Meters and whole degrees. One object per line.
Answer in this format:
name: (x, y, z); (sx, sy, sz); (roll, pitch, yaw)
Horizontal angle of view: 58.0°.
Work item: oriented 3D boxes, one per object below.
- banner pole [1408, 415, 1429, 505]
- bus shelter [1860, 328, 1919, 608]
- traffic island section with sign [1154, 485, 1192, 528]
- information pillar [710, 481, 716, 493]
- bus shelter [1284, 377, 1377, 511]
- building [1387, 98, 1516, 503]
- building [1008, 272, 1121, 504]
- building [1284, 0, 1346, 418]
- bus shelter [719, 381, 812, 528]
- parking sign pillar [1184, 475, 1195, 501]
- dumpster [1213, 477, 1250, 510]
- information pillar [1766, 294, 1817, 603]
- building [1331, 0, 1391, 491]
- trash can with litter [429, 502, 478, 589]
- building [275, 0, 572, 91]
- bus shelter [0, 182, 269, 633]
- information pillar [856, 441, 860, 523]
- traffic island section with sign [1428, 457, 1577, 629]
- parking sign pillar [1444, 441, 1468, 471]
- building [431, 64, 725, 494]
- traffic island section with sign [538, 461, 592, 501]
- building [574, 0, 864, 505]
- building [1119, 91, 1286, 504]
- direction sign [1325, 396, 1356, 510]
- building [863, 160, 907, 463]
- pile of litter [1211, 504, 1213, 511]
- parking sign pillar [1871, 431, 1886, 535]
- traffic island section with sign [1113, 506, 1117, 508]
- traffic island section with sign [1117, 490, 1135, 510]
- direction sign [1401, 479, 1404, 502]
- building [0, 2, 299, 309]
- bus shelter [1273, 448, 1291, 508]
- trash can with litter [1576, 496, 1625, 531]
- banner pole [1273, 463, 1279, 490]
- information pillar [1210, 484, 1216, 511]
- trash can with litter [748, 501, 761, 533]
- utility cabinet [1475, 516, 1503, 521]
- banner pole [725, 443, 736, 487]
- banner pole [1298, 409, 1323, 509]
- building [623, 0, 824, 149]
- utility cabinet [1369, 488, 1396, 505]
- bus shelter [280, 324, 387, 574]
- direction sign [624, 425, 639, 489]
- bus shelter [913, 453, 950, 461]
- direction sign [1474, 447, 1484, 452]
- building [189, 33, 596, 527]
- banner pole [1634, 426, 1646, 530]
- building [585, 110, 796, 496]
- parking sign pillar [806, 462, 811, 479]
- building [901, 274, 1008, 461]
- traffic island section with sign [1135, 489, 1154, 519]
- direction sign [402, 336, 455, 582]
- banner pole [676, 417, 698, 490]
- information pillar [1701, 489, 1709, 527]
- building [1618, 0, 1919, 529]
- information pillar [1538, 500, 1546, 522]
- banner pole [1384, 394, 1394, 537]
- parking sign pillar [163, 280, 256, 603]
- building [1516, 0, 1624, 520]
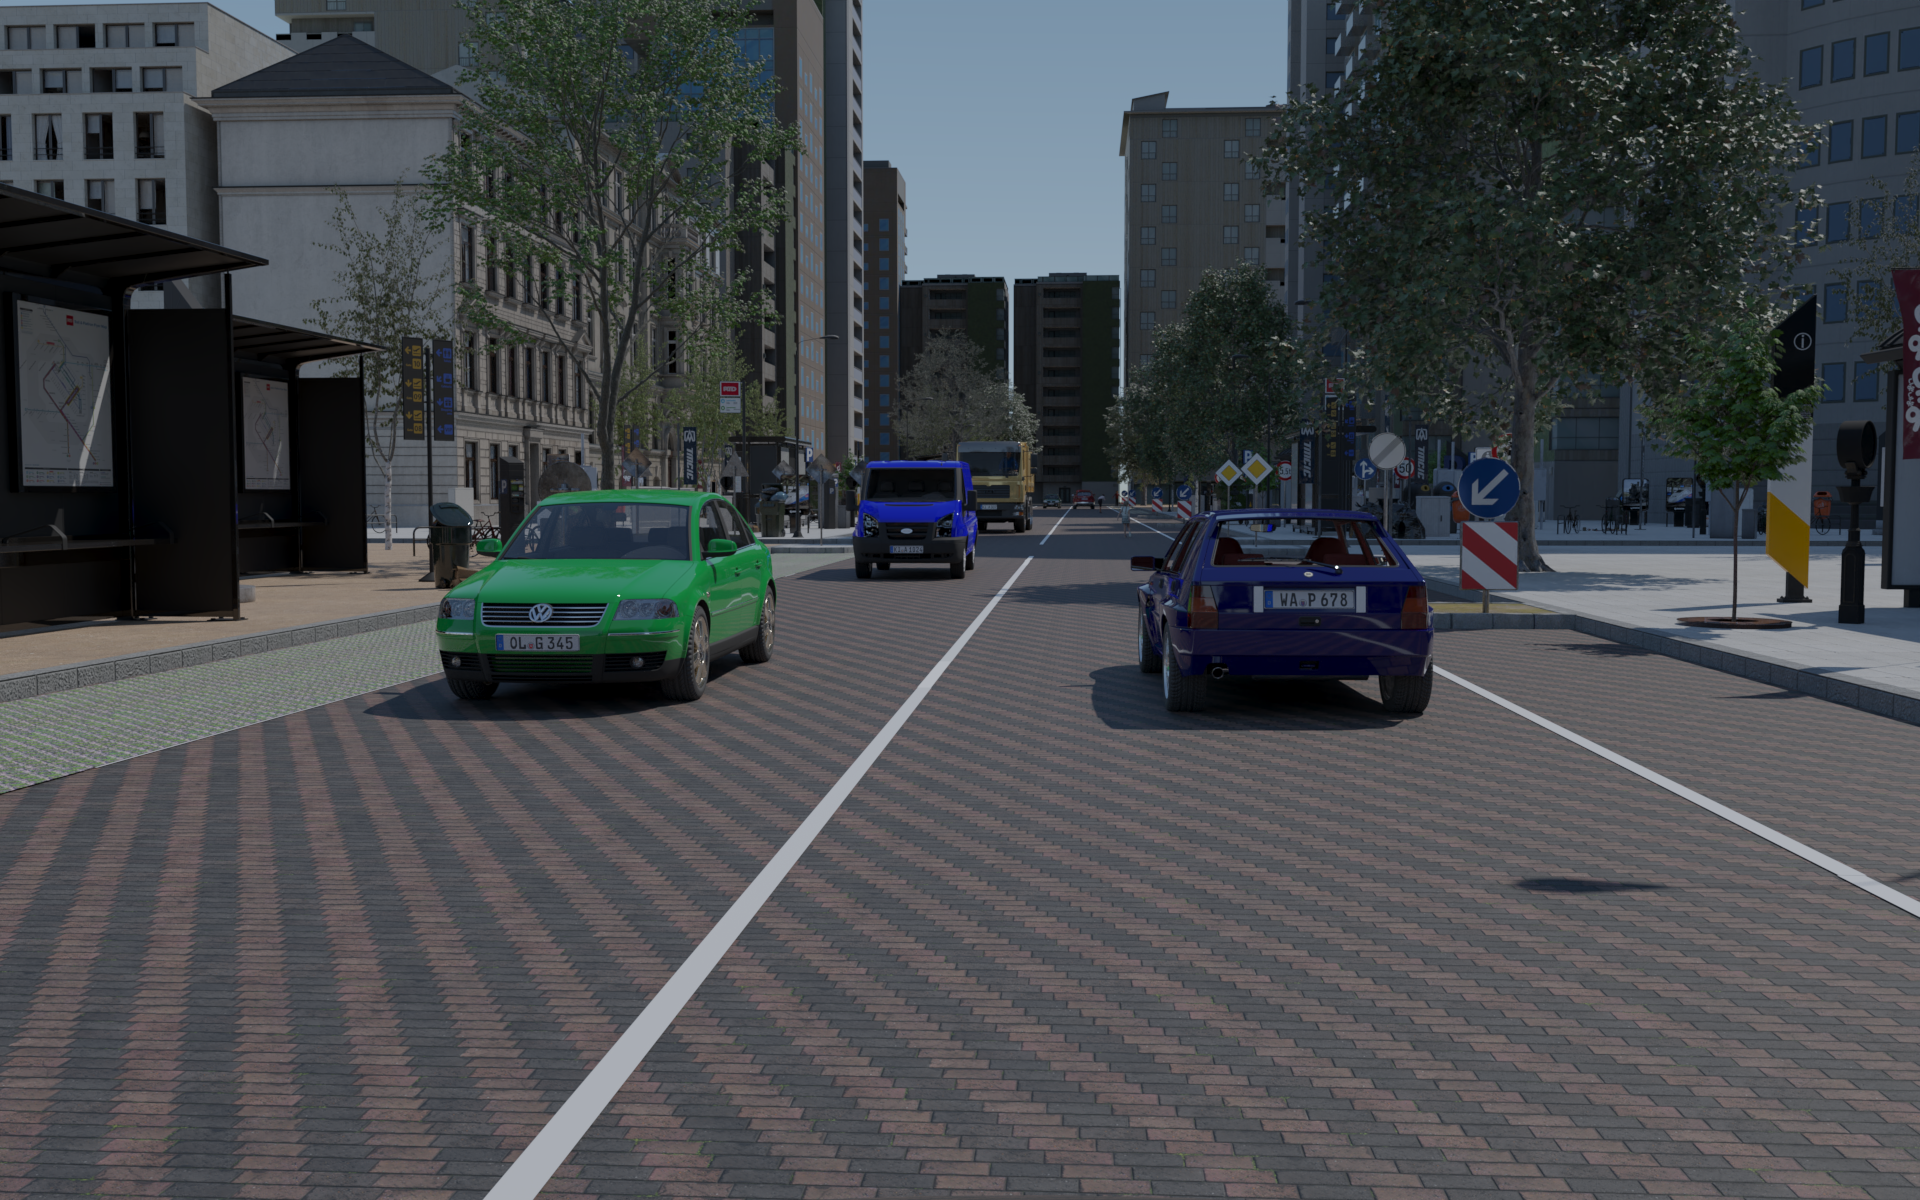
banner pole: (14.459, -3.967, 54.871); (0.863, 3.779, 0.401); (-1, 4, -9)
bus shelter: (11.049, -1.408, 16.940); (2.014, 3.302, 5.546); (0, 4, 4)
traffic island section with sign: (9.509, -4.035, 74.606); (1.989, 1.847, 2.006); (0, 4, 4)
information pillar: (-13.705, -5.599, 96.028); (0.304, 2.012, 0.304); (-2, 4, -28)
bus shelter: (11.989, -4.867, 57.207); (2.179, 5.291, 8.768); (0, 4, 4)
building: (35.709, -21.068, 116.163); (14.160, 30.474, 14.107); (0, 4, 4)
building: (14.065, -27.969, 228.996); (14.107, 30.474, 14.160); (0, 4, 4)
building: (42.608, -38.395, 169.758); (21.231, 58.520, 28.212); (0, 4, 4)
bus shelter: (-7.249, -5.287, 64.081); (2.179, 5.291, 8.768); (0, 4, 4)
parking sign pillar: (16.034, -8.102, 120.946); (1.447, 3.967, 1.447); (0, 4, -8)
dumpster: (11.443, -4.296, 72.739); (1.502, 2.255, 1.985); (0, 4, 4)
information pillar: (9.794, -1.776, 20.396); (0.504, 3.616, 0.183); (0, 4, 3)
building: (42.328, -31.772, 139.088); (23.786, 49.044, 30.456); (0, 4, 4)
trash can with litter: (-6.735, -0.737, 23.437); (0.624, 1.170, 1.055); (-3, 5, -42)
building: (-52.890, -35.943, 176.899); (27.495, 52.752, 28.713); (0, 4, 4)
bus shelter: (-8.002, -1.418, 14.468); (1.731, 3.624, 6.357); (0, 4, 4)
information pillar: (-4.475, -5.195, 76.288); (0.183, 3.616, 0.504); (0, 4, -6)
traffic island section with sign: (5.622, -0.657, 19.367); (1.989, 1.847, 2.006); (0, 4, 4)
parking sign pillar: (24.949, -6.030, 87.062); (1.447, 3.967, 1.447); (-3, 5, -42)
building: (-22.694, -17.302, 101.973); (14.460, 24.649, 34.723); (0, 4, 4)
traffic island section with sign: (-4.716, -0.706, 20.170); (1.989, 1.847, 2.006); (0, 4, 4)
building: (-24.432, -38.918, 178.305); (28.212, 58.520, 21.231); (0, 4, 4)
building: (35.510, -39.478, 234.703); (27.495, 52.752, 28.713); (0, 4, 4)
direction sign: (8.849, -2.955, 40.313); (0.379, 3.537, 0.876); (-3, 4, -37)
building: (-14.702, -35.574, 231.753); (14.200, 45.320, 14.600); (0, 4, 4)
pile of litter: (15.042, -5.470, 103.395); (1.176, 0.858, 1.719); (0, 4, 5)
parking sign pillar: (29.277, -4.005, 53.957); (1.447, 3.967, 1.447); (-1, 4, -19)
traffic island section with sign: (16.878, -10.426, 179.090); (1.989, 1.847, 2.006); (0, 4, 4)
traffic island section with sign: (14.941, -8.743, 151.571); (1.989, 1.847, 2.006); (0, 4, 4)
direction sign: (25.332, -6.559, 99.229); (0.379, 3.537, 0.876); (0, 4, 4)
building: (-37.305, -13.255, 71.479); (16.860, 20.320, 10.420); (0, 4, 4)
bus shelter: (14.276, -4.755, 71.670); (2.014, 3.302, 5.546); (0, 4, 4)
trash can with litter: (22.263, -3.005, 60.182); (2.233, 1.210, 1.678); (-1, 4, -12)
banner pole: (22.704, -8.157, 123.382); (0.863, 3.779, 0.401); (2, 4, 25)
information pillar: (18.144, -7.326, 124.265); (0.304, 2.012, 0.304); (-3, 5, -42)
trash can with litter: (-6.645, -2.828, 57.621); (0.624, 1.170, 1.055); (2, 4, 34)
utility cabinet: (15.349, -2.498, 49.518); (1.173, 1.500, 0.318); (3, 4, 37)
banner pole: (-10.193, -5.338, 77.290); (0.863, 3.779, 0.401); (2, 4, 34)
banner pole: (10.266, -3.696, 50.453); (0.863, 3.779, 0.401); (0, 4, -6)
building: (-19.492, -30.444, 147.863); (14.600, 45.320, 14.200); (0, 4, 4)
utility cabinet: (14.310, -3.061, 58.723); (0.318, 1.500, 1.173); (-1, 4, -19)
bus shelter: (-10.214, -2.046, 24.736); (1.731, 3.624, 6.357); (0, 4, 4)
direction sign: (-10.764, -3.968, 56.868); (0.379, 3.537, 0.876); (1, 4, 22)
bus shelter: (-1.721, -6.848, 103.252); (1.731, 3.624, 6.357); (0, 4, 4)
direction sign: (25.095, -5.619, 83.872); (0.379, 3.537, 0.876); (-1, 4, -11)
building: (-23.209, -12.877, 75.159); (10.561, 19.102, 19.286); (0, 4, 4)
banner pole: (24.302, -4.383, 61.683); (0.401, 3.779, 0.863); (1, 4, 14)
building: (-20.796, -22.174, 134.246); (14.160, 30.474, 14.107); (0, 4, 4)
parking sign pillar: (-8.532, -6.312, 91.667); (1.447, 3.967, 1.447); (2, 4, 26)
building: (-0.618, -28.075, 230.721); (14.107, 30.474, 14.160); (0, 4, 4)
traffic island section with sign: (11.413, -5.680, 101.494); (1.989, 1.847, 2.006); (0, 4, 4)
direction sign: (-7.745, -2.037, 25.299); (0.379, 3.537, 0.876); (2, 4, 35)
banner pole: (-8.955, -4.067, 56.512); (0.863, 3.779, 0.401); (-2, 4, -29)
information pillar: (29.015, -3.842, 67.310); (0.304, 2.012, 0.304); (0, 4, 5)
building: (44.217, -32.282, 69.814); (28.212, 58.520, 21.231); (0, 4, 4)
information pillar: (26.889, -4.626, 80.128); (0.304, 2.012, 0.304); (0, 4, -6)
banner pole: (9.555, -2.972, 38.617); (0.401, 3.779, 0.863); (2, 4, 29)
parking sign pillar: (-9.127, -1.953, 20.411); (1.447, 3.967, 1.447); (3, 5, 42)
building: (36.359, -24.819, 89.381); (14.154, 41.232, 14.086); (0, 4, 4)
